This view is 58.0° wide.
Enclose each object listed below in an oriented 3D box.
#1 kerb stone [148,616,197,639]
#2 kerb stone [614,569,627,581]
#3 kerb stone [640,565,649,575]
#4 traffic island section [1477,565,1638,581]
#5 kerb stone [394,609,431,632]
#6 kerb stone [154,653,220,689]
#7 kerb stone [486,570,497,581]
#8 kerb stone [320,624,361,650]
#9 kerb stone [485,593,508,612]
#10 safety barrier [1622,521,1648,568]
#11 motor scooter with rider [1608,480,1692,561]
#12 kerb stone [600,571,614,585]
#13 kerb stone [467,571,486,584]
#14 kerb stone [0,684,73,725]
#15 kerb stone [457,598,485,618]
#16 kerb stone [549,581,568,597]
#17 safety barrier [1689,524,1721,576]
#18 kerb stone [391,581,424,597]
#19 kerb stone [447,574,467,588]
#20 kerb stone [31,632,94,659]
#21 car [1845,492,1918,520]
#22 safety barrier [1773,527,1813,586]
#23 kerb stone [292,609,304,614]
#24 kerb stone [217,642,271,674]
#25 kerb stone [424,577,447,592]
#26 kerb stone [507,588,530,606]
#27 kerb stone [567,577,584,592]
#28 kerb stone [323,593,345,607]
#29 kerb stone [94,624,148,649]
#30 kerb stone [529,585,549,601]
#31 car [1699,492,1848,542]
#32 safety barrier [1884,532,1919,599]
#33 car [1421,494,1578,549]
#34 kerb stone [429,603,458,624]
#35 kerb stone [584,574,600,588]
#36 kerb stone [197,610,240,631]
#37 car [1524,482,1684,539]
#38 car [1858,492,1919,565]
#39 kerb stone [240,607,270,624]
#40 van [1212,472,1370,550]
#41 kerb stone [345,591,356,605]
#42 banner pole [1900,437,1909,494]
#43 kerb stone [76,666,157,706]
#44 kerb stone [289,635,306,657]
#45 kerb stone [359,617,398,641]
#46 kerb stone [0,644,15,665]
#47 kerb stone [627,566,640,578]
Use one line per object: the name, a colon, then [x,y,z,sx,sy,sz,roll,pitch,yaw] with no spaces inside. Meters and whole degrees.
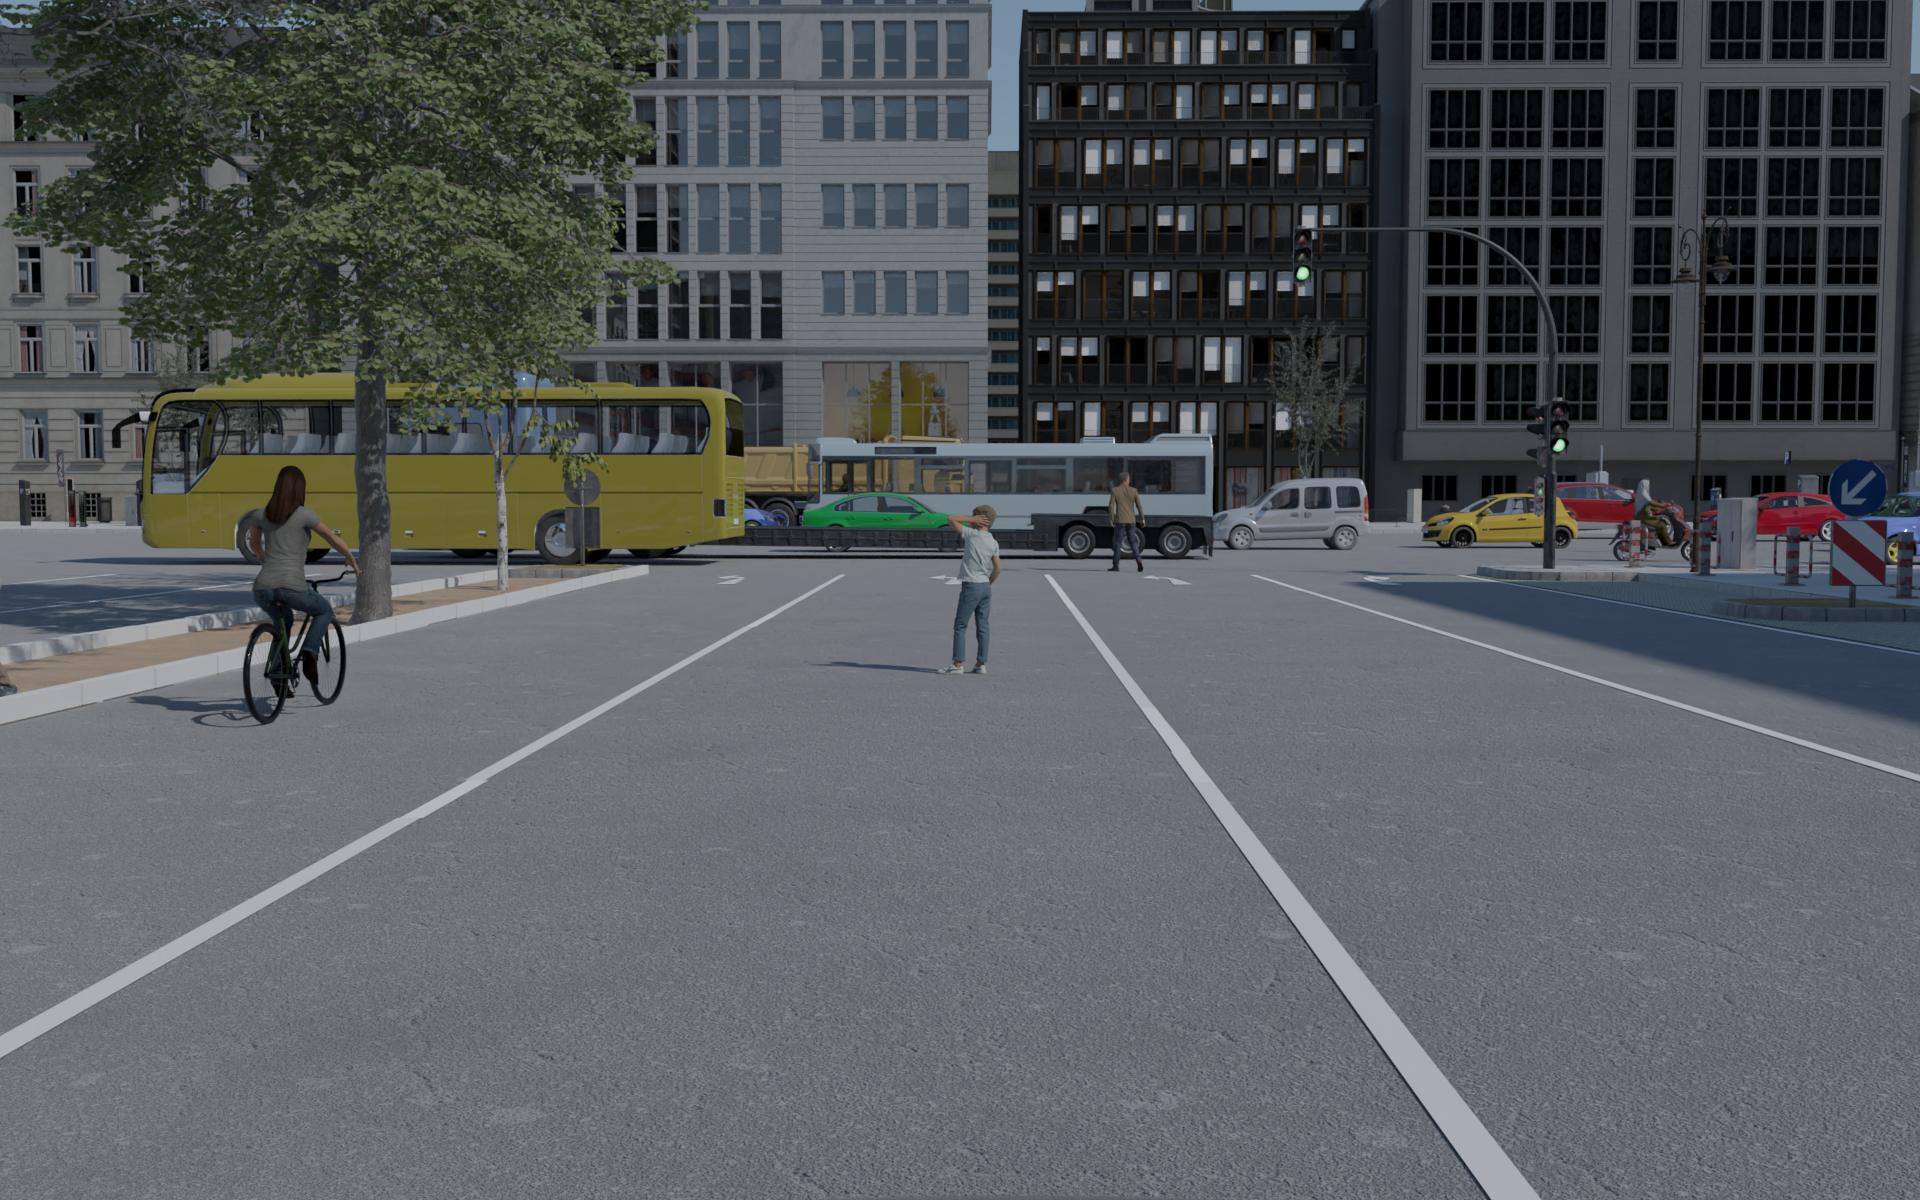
kerb stone: [-8.000,0.296,17.455,0.120,0.150,1.000,0,4,1]
kerb stone: [-5.723,-0.400,28.731,0.120,0.150,1.000,0,4,1]
kerb stone: [-5.694,-0.522,30.785,0.120,0.150,1.000,0,4,1]
traffic island section: [10.131,-0.458,29.773,2.009,0.180,2.903,0,4,1]
kerb stone: [-5.874,0.233,18.402,0.120,0.150,1.000,0,4,1]
kerb stone: [-5.962,0.548,13.237,0.120,0.150,1.000,0,4,1]
kerb stone: [-7.817,-0.402,28.770,0.120,0.150,1.000,0,4,1]
kerb stone: [-5.913,0.364,16.329,0.120,0.150,1.000,0,4,1]
kerb stone: [-5.833,0.051,21.490,0.120,0.150,1.000,0,4,1]
safety barrier: [11.754,-0.972,30.172,0.300,0.817,1.120,0,4,1]
motor scooter with rider: [14.811,-1.703,36.806,1.986,1.779,0.876,0,4,3]
kerb stone: [-5.744,-0.336,27.691,0.120,0.150,1.000,0,4,1]
kerb stone: [-7.843,-0.339,27.743,0.120,0.150,1.000,0,4,1]
kerb stone: [-5.995,0.674,11.179,0.120,0.150,1.000,0,4,1]
kerb stone: [-5.848,0.106,20.462,0.120,0.150,1.000,0,4,1]
kerb stone: [-5.787,-0.142,24.578,0.120,0.150,1.000,0,4,1]
safety barrier: [11.707,-0.792,27.218,0.300,0.817,1.120,0,4,1]
kerb stone: [-7.887,-0.150,24.656,0.120,0.150,1.000,0,4,1]
kerb stone: [-7.856,-0.277,26.716,0.120,0.150,1.000,0,4,1]
kerb stone: [-8.037,0.416,15.389,0.120,0.150,1.000,0,4,1]
car: [27.063,-2.422,49.190,3.694,1.707,1.945,0,4,2]
safety barrier: [11.663,-0.611,24.258,0.300,0.817,1.120,0,4,1]
kerb stone: [-7.947,0.101,20.538,0.120,0.150,1.000,0,4,1]
kerb stone: [-5.946,0.485,14.271,0.120,0.150,1.000,0,4,1]
kerb stone: [-7.870,-0.213,25.688,0.120,0.150,1.000,0,4,1]
kerb stone: [-5.813,-0.017,22.517,0.120,0.150,1.000,0,4,1]
kerb stone: [-5.777,-0.209,25.610,0.120,0.150,1.000,0,4,1]
kerb stone: [-7.941,0.043,21.568,0.120,0.150,1.000,0,4,1]
kerb stone: [-8.022,0.356,16.416,0.120,0.150,1.000,0,4,1]
kerb stone: [-5.804,-0.082,23.544,0.120,0.150,1.000,0,4,1]
car: [24.625,-2.667,52.650,4.494,1.783,2.155,0,4,1]
safety barrier: [11.617,-0.429,21.291,0.300,0.817,1.120,0,4,1]
car: [14.374,-2.203,46.240,3.980,1.641,2.015,0,4,-1]
kerb stone: [-5.872,0.169,19.433,0.120,0.150,1.000,0,4,1]
kerb stone: [-5.758,-0.273,26.657,0.120,0.150,1.000,0,4,1]
kerb stone: [-7.986,0.227,18.482,0.120,0.150,1.000,0,4,1]
car: [20.578,-2.884,55.819,5.304,1.827,2.281,0,4,0]
car: [19.809,-1.572,35.300,3.694,1.707,1.945,0,3,0]
kerb stone: [-7.959,0.167,19.511,0.120,0.150,1.000,0,4,1]
van: [8.512,-2.322,44.978,4.112,2.044,2.013,0,4,2]
kerb stone: [-7.916,-0.025,22.596,0.120,0.150,1.000,0,4,1]
banner pole: [41.292,-5.246,75.785,0.401,3.779,0.863,0,4,6]
kerb stone: [-5.980,0.611,12.210,0.120,0.150,1.000,0,4,1]
kerb stone: [-5.930,0.422,15.300,0.120,0.150,1.000,0,4,1]
kerb stone: [-5.889,0.303,17.364,0.120,0.150,1.000,0,4,1]
kerb stone: [-8.046,0.479,14.356,0.120,0.150,1.000,0,4,1]
kerb stone: [-5.705,-0.453,29.758,0.120,0.150,1.000,0,4,1]
